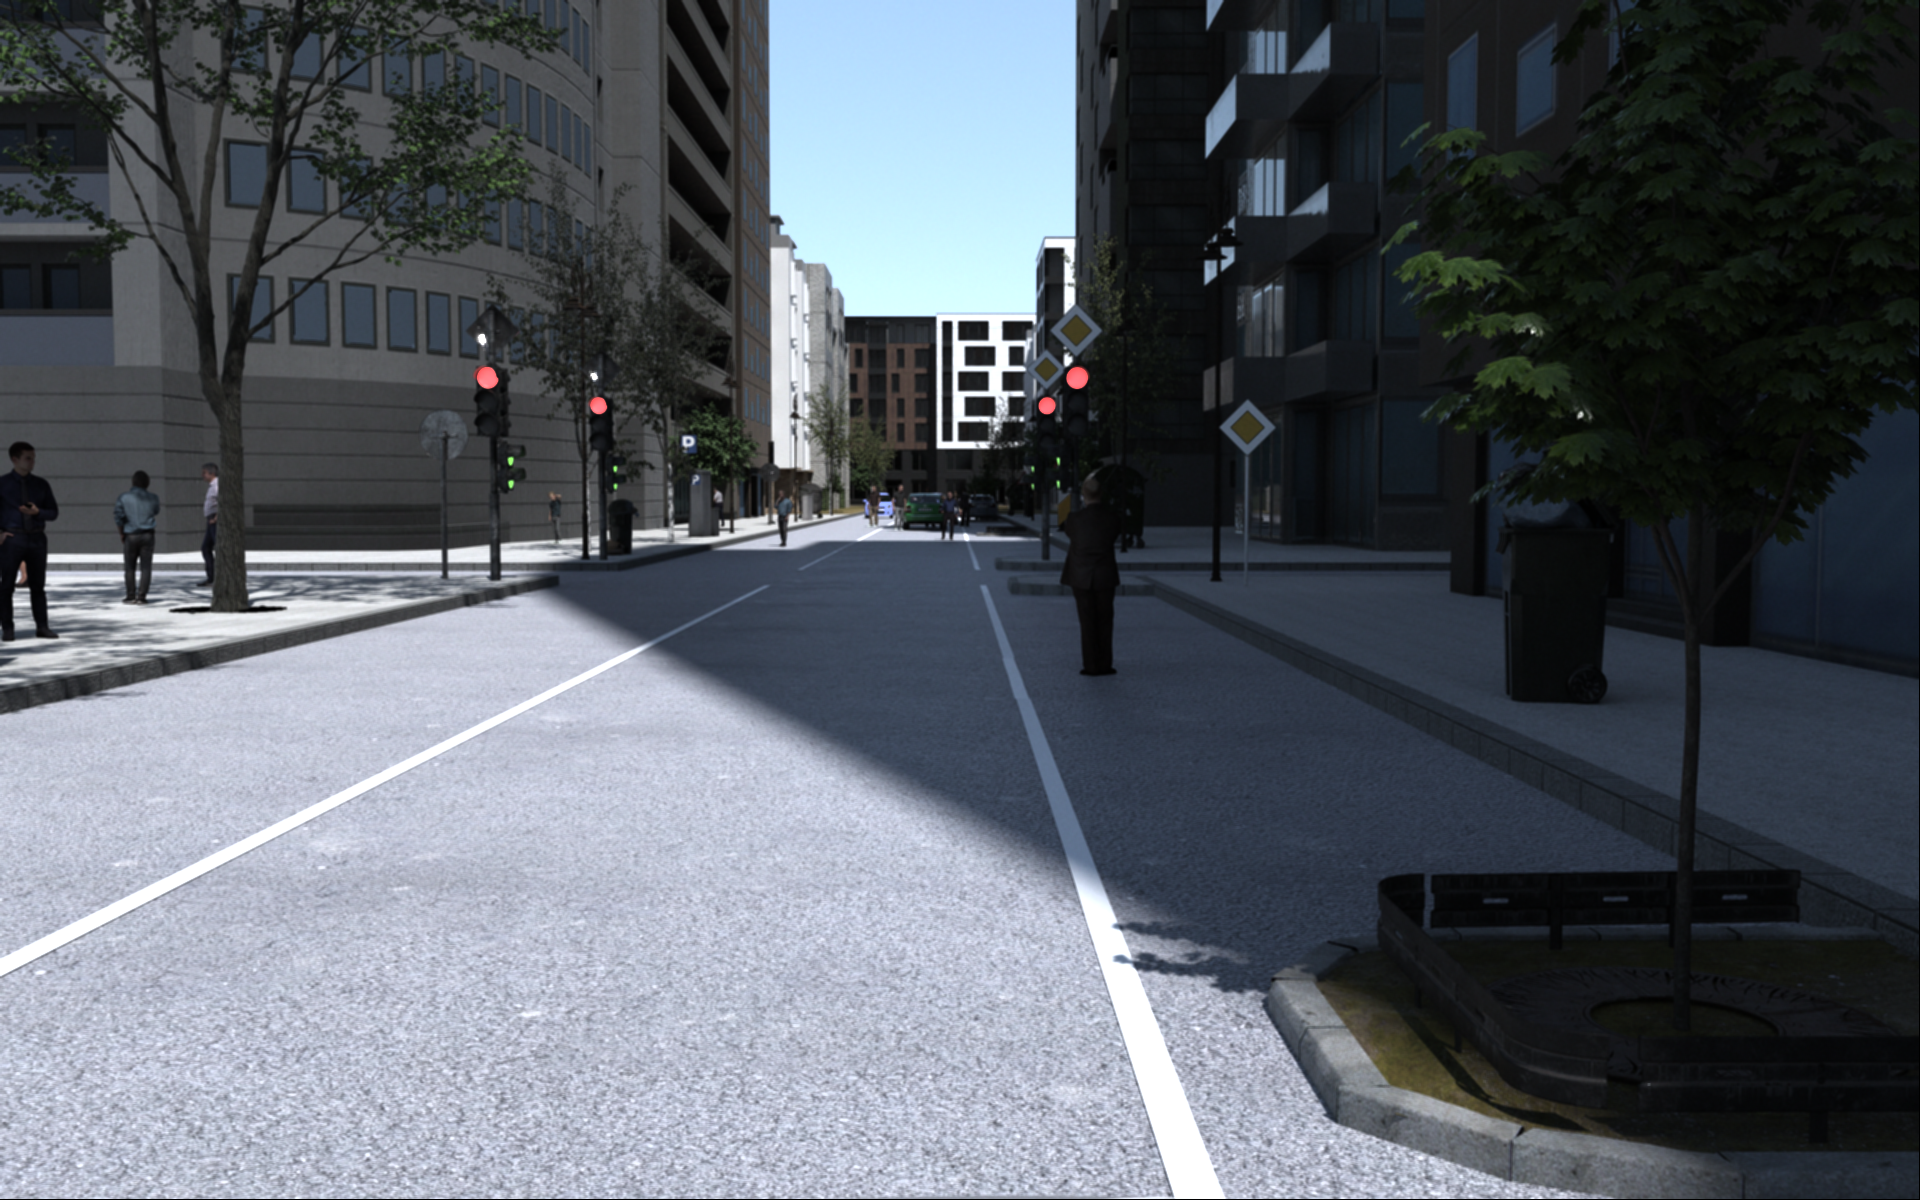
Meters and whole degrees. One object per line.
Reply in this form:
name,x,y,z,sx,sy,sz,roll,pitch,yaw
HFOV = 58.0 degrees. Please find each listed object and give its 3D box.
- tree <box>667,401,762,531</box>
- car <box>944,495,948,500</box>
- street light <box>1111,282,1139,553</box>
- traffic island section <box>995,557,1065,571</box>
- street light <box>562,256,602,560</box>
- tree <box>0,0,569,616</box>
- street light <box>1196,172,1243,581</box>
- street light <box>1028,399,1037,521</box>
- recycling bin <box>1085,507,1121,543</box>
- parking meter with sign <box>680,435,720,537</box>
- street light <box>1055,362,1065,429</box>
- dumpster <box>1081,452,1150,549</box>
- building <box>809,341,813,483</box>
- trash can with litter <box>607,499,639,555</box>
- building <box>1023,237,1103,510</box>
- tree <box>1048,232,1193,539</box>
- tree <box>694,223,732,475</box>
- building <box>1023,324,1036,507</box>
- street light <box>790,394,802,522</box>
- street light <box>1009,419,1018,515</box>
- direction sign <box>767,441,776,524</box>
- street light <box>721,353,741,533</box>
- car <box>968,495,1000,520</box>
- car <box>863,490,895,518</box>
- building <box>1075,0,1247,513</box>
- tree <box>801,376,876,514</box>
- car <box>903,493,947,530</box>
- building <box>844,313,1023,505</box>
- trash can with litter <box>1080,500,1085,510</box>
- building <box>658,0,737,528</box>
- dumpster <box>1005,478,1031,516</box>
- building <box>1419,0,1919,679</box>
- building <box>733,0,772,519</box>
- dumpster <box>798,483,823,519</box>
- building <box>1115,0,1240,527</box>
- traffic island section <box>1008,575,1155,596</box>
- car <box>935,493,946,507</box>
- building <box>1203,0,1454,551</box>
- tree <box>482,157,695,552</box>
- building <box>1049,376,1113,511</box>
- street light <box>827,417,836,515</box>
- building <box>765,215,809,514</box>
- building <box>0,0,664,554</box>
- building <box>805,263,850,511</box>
tree,-8.701,-4.722,60.919,4.285,4.588,4.351,0,3,0
car,-2.172,-10.152,177.988,2.014,1.417,4.499,0,4,-1
street light,3.606,-3.984,37.921,0.468,5.910,1.993,0,4,0
traffic island section,1.695,-0.704,33.788,2.009,0.180,2.903,0,4,0
street light,-7.356,-3.735,33.855,0.468,5.910,1.993,0,4,0
tree,-7.905,-5.667,18.404,9.928,11.665,9.643,0,3,0
street light,3.773,-3.214,25.336,0.468,5.910,1.993,0,4,0
street light,3.537,-6.798,83.936,0.468,5.910,1.993,0,4,0
recycling bin,3.781,-2.031,45.754,0.722,1.027,0.722,-2,4,-34
parking meter with sign,-7.754,-3.402,51.881,0.543,3.016,1.738,1,4,16
street light,3.614,-5.387,60.873,0.468,5.910,1.993,0,4,0
dumpster,3.706,-2.379,41.391,1.502,2.255,1.985,0,4,0
building,-18.974,-16.553,127.067,16.016,20.091,11.380,0,4,0
trash can with litter,-7.181,-1.547,36.679,0.624,1.170,1.055,0,4,-1
building,20.553,-18.965,154.060,27.936,21.610,32.646,0,4,0
tree,4.494,-6.000,48.460,4.737,8.622,4.395,0,3,0
tree,-7.706,-5.778,44.830,4.360,8.622,3.978,0,3,0
building,14.561,-19.549,176.047,16.016,20.091,11.380,0,4,0
street light,-7.627,-6.576,80.305,0.468,5.910,1.993,0,4,0
street light,3.314,-8.238,107.482,0.468,5.910,1.993,0,4,0
direction sign,-8.129,-5.056,74.660,0.379,3.537,0.876,-1,4,-19
street light,-7.502,-5.138,56.786,0.468,5.910,1.993,0,4,0
car,1.173,-5.028,94.205,2.014,1.417,4.499,0,4,0
car,-4.804,-5.722,103.147,1.945,1.707,3.694,0,4,-2
building,20.636,-30.897,94.412,28.713,52.752,27.495,0,4,0
tree,-7.919,-9.701,108.972,4.737,8.622,4.395,0,3,0
car,-1.439,-3.787,70.710,1.959,1.807,4.718,0,4,-1
building,-4.911,-22.359,209.545,32.646,21.610,27.936,0,4,0
trash can with litter,3.843,-2.691,55.386,0.624,1.170,1.055,-2,4,-26
building,-21.771,-27.580,74.634,21.300,48.544,21.600,0,4,0
dumpster,3.460,-6.135,102.803,1.502,2.255,1.985,0,4,0
building,13.018,-22.299,14.695,14.600,45.320,14.200,0,4,0
building,-17.894,-27.101,93.215,14.600,45.320,14.200,0,4,0
dumpster,-7.872,-5.221,91.115,1.264,1.857,1.865,0,4,0
building,13.541,-18.507,74.293,14.160,30.474,14.107,0,4,0
traffic island section,1.736,-0.215,25.803,2.009,0.180,2.903,0,4,0
car,-1.662,-6.231,111.461,1.945,1.707,3.694,0,4,1
building,22.027,-26.131,46.856,30.456,49.044,23.786,0,4,0
tree,-8.281,-5.364,38.066,4.360,8.622,3.978,0,3,0
building,11.646,-11.112,123.821,9.099,9.664,28.070,0,4,0
street light,-7.715,-8.030,104.085,0.468,5.910,1.993,0,4,0
building,-18.780,-15.840,115.402,16.016,20.091,11.380,0,4,0
building,-21.538,-31.023,49.228,21.231,58.520,28.212,0,4,0
building,-18.775,-17.250,148.499,16.747,18.905,31.486,0,4,0
